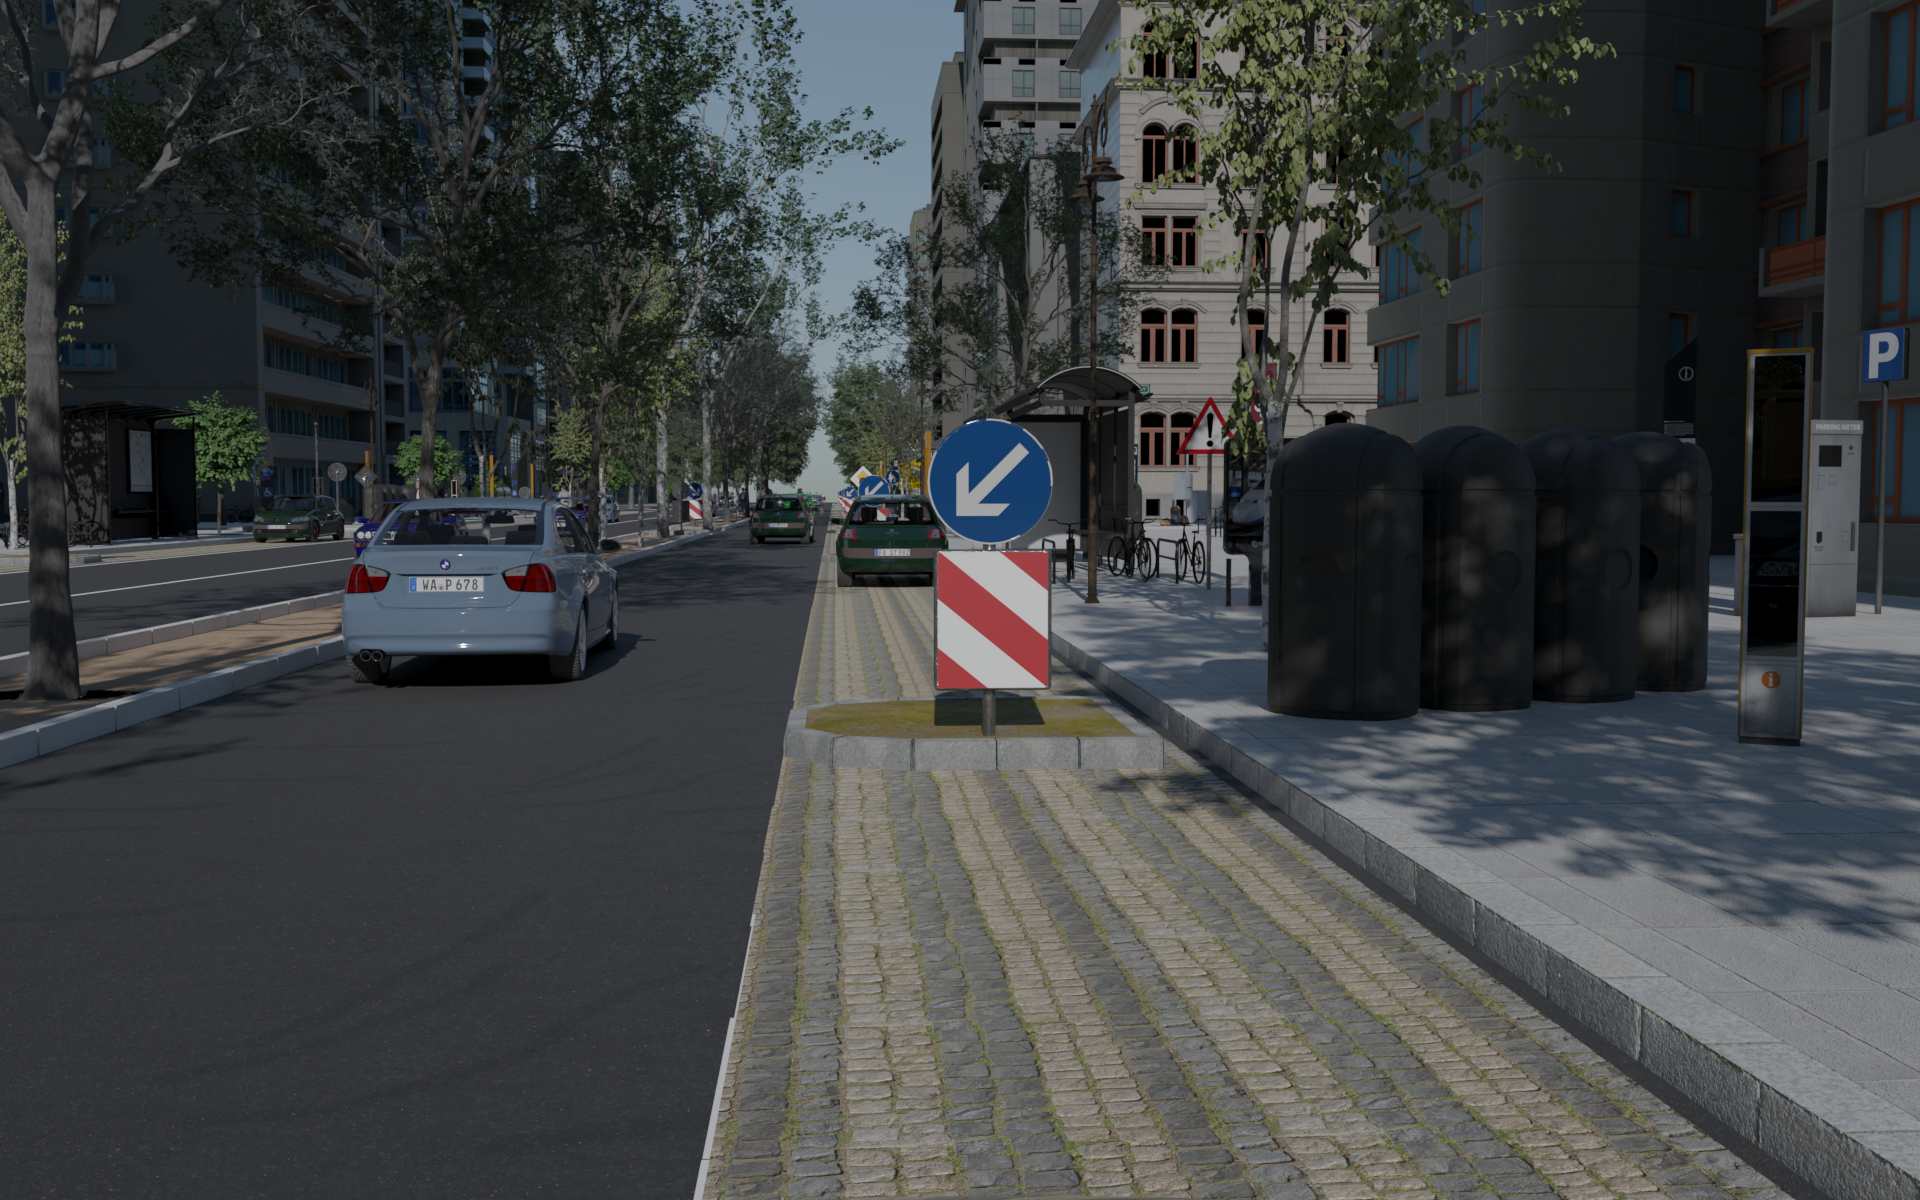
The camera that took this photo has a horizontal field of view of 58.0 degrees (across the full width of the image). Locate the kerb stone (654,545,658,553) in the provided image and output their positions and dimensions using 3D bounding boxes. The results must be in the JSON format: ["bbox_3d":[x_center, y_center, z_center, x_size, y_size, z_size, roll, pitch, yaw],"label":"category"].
[{"bbox_3d":[-7.429,-1.190,41.660,0.120,0.150,1.000,0,4,-4],"label":"kerb stone"}]

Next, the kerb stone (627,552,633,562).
[{"bbox_3d":[-7.067,-0.879,36.560,0.120,0.150,1.000,0,4,-4],"label":"kerb stone"}]

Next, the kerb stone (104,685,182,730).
[{"bbox_3d":[-5.209,0.685,10.995,0.120,0.150,1.000,0,4,-4],"label":"kerb stone"}]

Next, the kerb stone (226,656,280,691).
[{"bbox_3d":[-5.360,0.561,13.037,0.120,0.150,1.000,0,4,-4],"label":"kerb stone"}]

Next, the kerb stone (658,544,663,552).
[{"bbox_3d":[-7.501,-1.251,42.686,0.120,0.150,1.000,0,4,-4],"label":"kerb stone"}]

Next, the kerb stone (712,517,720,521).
[{"bbox_3d":[-13.414,-4.466,95.207,0.120,0.150,1.000,0,4,-4],"label":"kerb stone"}]

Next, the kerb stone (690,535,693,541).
[{"bbox_3d":[-8.173,-1.816,51.880,0.120,0.150,1.000,0,4,-4],"label":"kerb stone"}]

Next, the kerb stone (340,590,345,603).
[{"bbox_3d":[-8.187,-0.052,23.051,0.120,0.150,1.000,0,4,-4],"label":"kerb stone"}]

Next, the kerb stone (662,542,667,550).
[{"bbox_3d":[-7.578,-1.316,43.705,0.120,0.150,1.000,0,4,-4],"label":"kerb stone"}]

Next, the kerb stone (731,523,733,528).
[{"bbox_3d":[-9.615,-3.035,71.815,0.120,0.150,1.000,0,4,-4],"label":"kerb stone"}]

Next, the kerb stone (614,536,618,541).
[{"bbox_3d":[-10.191,-1.740,50.680,0.120,0.150,1.000,0,4,-4],"label":"kerb stone"}]

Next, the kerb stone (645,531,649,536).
[{"bbox_3d":[-10.770,-2.243,58.869,0.120,0.150,1.000,0,4,-4],"label":"kerb stone"}]

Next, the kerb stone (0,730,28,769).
[{"bbox_3d":[-5.060,0.812,8.948,0.120,0.150,1.000,0,4,-4],"label":"kerb stone"}]

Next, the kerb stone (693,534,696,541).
[{"bbox_3d":[-8.243,-1.878,52.902,0.120,0.150,1.000,0,4,-4],"label":"kerb stone"}]

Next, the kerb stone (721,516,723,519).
[{"bbox_3d":[-13.567,-4.590,97.255,0.120,0.150,1.000,0,4,-4],"label":"kerb stone"}]

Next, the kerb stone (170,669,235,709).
[{"bbox_3d":[-5.284,0.622,12.018,0.120,0.150,1.000,0,4,-4],"label":"kerb stone"}]

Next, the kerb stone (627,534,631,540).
[{"bbox_3d":[-10.415,-1.930,53.750,0.120,0.150,1.000,0,4,-4],"label":"kerb stone"}]

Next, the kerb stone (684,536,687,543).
[{"bbox_3d":[-8.031,-1.691,49.841,0.120,0.150,1.000,0,4,-4],"label":"kerb stone"}]

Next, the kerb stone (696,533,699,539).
[{"bbox_3d":[-8.314,-1.940,53.922,0.120,0.150,1.000,0,4,-4],"label":"kerb stone"}]

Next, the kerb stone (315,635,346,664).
[{"bbox_3d":[-5.508,0.438,15.095,0.120,0.150,1.000,0,4,-4],"label":"kerb stone"}]

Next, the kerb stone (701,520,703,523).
[{"bbox_3d":[-12.676,-3.837,84.995,0.120,0.150,1.000,0,4,-4],"label":"kerb stone"}]

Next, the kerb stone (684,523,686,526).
[{"bbox_3d":[-11.859,-3.147,73.755,0.120,0.150,1.000,0,4,-4],"label":"kerb stone"}]

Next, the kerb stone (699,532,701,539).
[{"bbox_3d":[-8.398,-1.995,54.941,0.120,0.150,1.000,0,4,-4],"label":"kerb stone"}]

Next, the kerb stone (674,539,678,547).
[{"bbox_3d":[-7.804,-1.503,46.777,0.120,0.150,1.000,0,4,-4],"label":"kerb stone"}]

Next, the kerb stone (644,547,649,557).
[{"bbox_3d":[-7.288,-1.066,39.620,0.120,0.150,1.000,0,4,-4],"label":"kerb stone"}]

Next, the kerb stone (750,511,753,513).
[{"bbox_3d":[-16.675,-7.216,140.179,0.120,0.150,1.000,0,4,-4],"label":"kerb stone"}]

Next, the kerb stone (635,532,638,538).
[{"bbox_3d":[-10.561,-2.052,55.798,0.120,0.150,1.000,0,4,-4],"label":"kerb stone"}]

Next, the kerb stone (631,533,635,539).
[{"bbox_3d":[-10.486,-1.993,54.775,0.120,0.150,1.000,0,4,-4],"label":"kerb stone"}]

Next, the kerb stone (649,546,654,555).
[{"bbox_3d":[-7.356,-1.128,40.640,0.120,0.150,1.000,0,4,-4],"label":"kerb stone"}]

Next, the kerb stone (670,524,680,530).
[{"bbox_3d":[-11.638,-2.966,70.683,0.120,0.150,1.000,0,4,-4],"label":"kerb stone"}]

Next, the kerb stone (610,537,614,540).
[{"bbox_3d":[-10.115,-1.676,49.660,0.120,0.150,1.000,0,4,-4],"label":"kerb stone"}]

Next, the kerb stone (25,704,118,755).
[{"bbox_3d":[-5.136,0.750,9.976,0.120,0.150,1.000,0,4,-4],"label":"kerb stone"}]

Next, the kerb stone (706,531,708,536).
[{"bbox_3d":[-8.622,-2.190,58.000,0.120,0.150,1.000,0,4,-4],"label":"kerb stone"}]

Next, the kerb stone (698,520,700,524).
[{"bbox_3d":[-12.376,-3.587,80.908,0.120,0.150,1.000,0,4,-4],"label":"kerb stone"}]

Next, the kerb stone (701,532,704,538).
[{"bbox_3d":[-8.468,-2.061,55.961,0.120,0.150,1.000,0,4,-4],"label":"kerb stone"}]

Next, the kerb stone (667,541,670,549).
[{"bbox_3d":[-7.655,-1.378,44.729,0.120,0.150,1.000,0,4,-4],"label":"kerb stone"}]

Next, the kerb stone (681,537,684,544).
[{"bbox_3d":[-7.953,-1.629,48.821,0.120,0.150,1.000,0,4,-4],"label":"kerb stone"}]

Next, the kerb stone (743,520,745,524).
[{"bbox_3d":[-10.278,-3.593,81.016,0.120,0.150,1.000,0,4,-4],"label":"kerb stone"}]

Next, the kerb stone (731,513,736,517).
[{"bbox_3d":[-14.668,-5.526,112.576,0.120,0.150,1.000,0,4,-4],"label":"kerb stone"}]

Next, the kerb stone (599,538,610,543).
[{"bbox_3d":[-10.036,-1.617,48.634,0.120,0.150,1.000,0,4,-4],"label":"kerb stone"}]

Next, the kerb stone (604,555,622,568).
[{"bbox_3d":[-6.920,-0.754,34.519,0.120,0.150,1.000,0,4,-4],"label":"kerb stone"}]

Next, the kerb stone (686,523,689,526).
[{"bbox_3d":[-11.933,-3.211,74.775,0.120,0.150,1.000,0,4,-4],"label":"kerb stone"}]

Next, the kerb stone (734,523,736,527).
[{"bbox_3d":[-9.763,-3.160,73.853,0.120,0.150,1.000,0,4,-4],"label":"kerb stone"}]

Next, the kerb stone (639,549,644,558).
[{"bbox_3d":[-7.207,-1.003,38.601,0.120,0.150,1.000,0,4,-4],"label":"kerb stone"}]

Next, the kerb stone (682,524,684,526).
[{"bbox_3d":[-11.789,-3.088,72.728,0.120,0.150,1.000,0,4,-4],"label":"kerb stone"}]

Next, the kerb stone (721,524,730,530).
[{"bbox_3d":[-9.470,-2.903,69.776,0.120,0.150,1.000,0,4,-4],"label":"kerb stone"}]

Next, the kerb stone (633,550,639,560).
[{"bbox_3d":[-7.139,-0.940,37.580,0.120,0.150,1.000,0,4,-4],"label":"kerb stone"}]

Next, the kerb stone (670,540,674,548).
[{"bbox_3d":[-7.729,-1.441,45.757,0.120,0.150,1.000,0,4,-4],"label":"kerb stone"}]

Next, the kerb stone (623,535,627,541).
[{"bbox_3d":[-10.339,-1.867,52.729,0.120,0.150,1.000,0,4,-4],"label":"kerb stone"}]

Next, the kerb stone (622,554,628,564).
[{"bbox_3d":[-6.984,-0.816,35.540,0.120,0.150,1.000,0,4,-4],"label":"kerb stone"}]

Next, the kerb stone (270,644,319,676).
[{"bbox_3d":[-5.442,0.497,14.069,0.120,0.150,1.000,0,4,-4],"label":"kerb stone"}]

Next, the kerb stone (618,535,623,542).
[{"bbox_3d":[-10.262,-1.805,51.709,0.120,0.150,1.000,0,4,-4],"label":"kerb stone"}]

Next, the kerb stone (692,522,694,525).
[{"bbox_3d":[-12.153,-3.403,77.846,0.120,0.150,1.000,0,4,-4],"label":"kerb stone"}]

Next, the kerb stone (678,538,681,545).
[{"bbox_3d":[-7.873,-1.565,47.801,0.120,0.150,1.000,0,4,-4],"label":"kerb stone"}]

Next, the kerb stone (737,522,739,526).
[{"bbox_3d":[-9.906,-3.283,75.904,0.120,0.150,1.000,0,4,-4],"label":"kerb stone"}]

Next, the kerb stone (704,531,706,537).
[{"bbox_3d":[-8.539,-2.128,56.981,0.120,0.150,1.000,0,4,-4],"label":"kerb stone"}]

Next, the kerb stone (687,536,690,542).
[{"bbox_3d":[-8.101,-1.752,50.861,0.120,0.150,1.000,0,4,-4],"label":"kerb stone"}]

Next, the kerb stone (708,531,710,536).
[{"bbox_3d":[-8.687,-2.252,59.020,0.120,0.150,1.000,0,4,-4],"label":"kerb stone"}]
